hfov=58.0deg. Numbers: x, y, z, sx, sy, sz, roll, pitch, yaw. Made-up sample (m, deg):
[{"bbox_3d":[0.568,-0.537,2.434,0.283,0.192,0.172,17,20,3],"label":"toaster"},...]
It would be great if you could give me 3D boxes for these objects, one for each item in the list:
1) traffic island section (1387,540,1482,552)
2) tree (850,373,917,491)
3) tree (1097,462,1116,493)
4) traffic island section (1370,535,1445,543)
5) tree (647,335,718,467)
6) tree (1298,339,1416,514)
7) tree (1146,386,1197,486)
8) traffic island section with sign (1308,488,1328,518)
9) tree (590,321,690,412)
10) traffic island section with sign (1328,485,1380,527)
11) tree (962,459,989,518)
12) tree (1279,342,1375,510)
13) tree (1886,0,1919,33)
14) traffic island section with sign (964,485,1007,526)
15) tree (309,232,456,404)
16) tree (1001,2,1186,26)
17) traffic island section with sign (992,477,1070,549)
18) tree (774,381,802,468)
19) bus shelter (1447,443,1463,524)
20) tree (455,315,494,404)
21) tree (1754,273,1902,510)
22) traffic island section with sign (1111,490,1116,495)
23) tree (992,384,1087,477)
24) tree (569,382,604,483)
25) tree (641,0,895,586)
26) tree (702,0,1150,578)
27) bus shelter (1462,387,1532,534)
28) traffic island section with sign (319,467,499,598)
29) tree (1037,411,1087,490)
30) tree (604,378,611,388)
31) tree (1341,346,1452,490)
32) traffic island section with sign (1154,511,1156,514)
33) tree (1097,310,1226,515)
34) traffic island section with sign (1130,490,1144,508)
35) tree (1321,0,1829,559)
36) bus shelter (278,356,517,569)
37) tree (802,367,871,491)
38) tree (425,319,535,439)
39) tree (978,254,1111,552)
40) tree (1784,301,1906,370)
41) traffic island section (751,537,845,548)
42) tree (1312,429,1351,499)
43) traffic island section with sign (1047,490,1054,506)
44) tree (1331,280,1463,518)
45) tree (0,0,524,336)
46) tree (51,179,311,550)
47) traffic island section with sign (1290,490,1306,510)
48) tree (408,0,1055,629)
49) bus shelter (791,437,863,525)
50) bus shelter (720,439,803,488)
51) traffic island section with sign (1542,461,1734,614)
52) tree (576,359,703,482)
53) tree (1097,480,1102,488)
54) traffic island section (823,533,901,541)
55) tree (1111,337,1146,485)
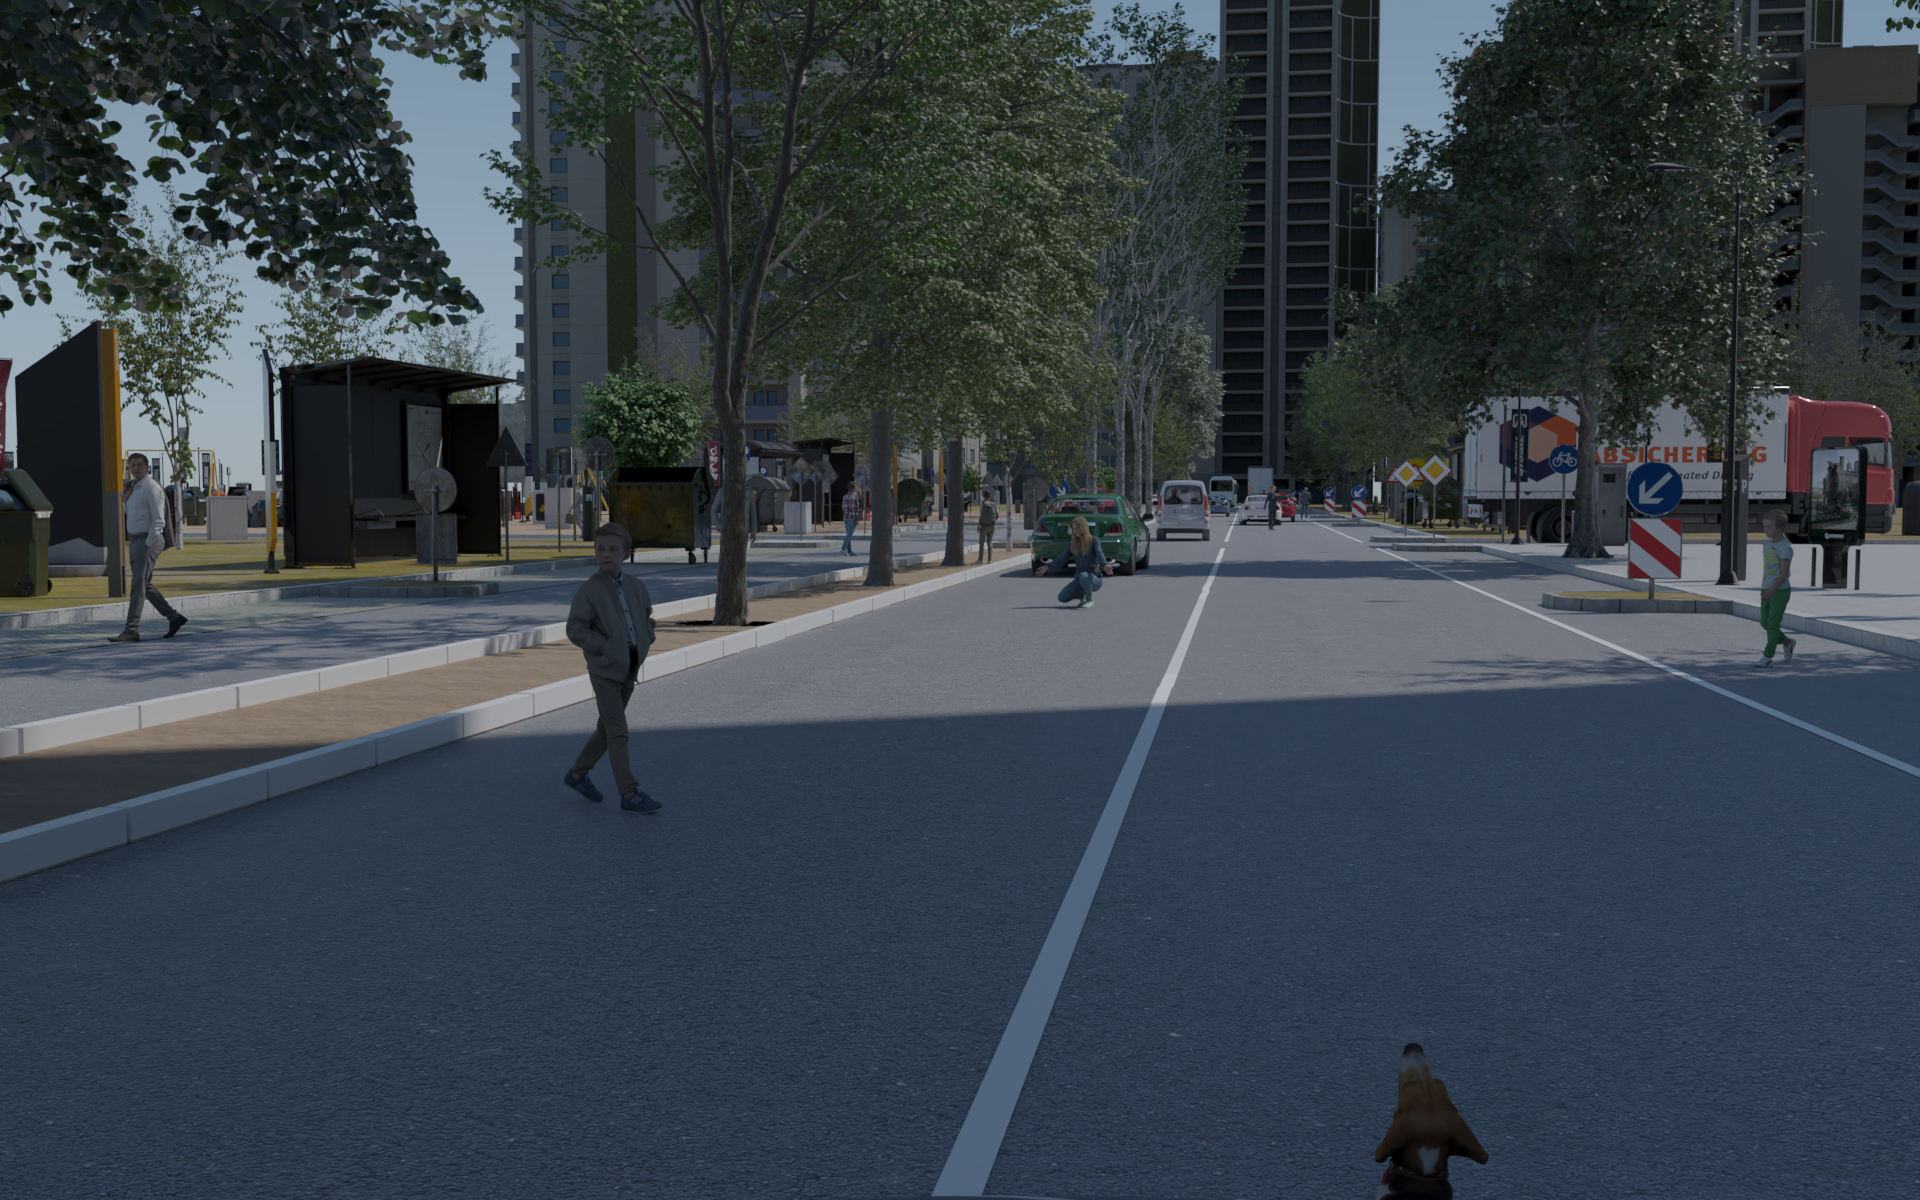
[{"bbox_3d":[12.136,-1.346,44.286,2.009,0.180,2.903,1,4,9],"label":"traffic island section"},{"bbox_3d":[-3.598,-8.338,86.685,4.360,8.622,3.978,0,3,0],"label":"tree"},{"bbox_3d":[16.792,-12.864,194.039,4.285,4.588,4.351,0,3,0],"label":"tree"},{"bbox_3d":[13.435,-1.828,52.166,2.009,0.180,2.903,1,4,9],"label":"traffic island section"},{"bbox_3d":[-12.286,-7.898,79.501,4.737,8.622,4.395,0,3,0],"label":"tree"},{"bbox_3d":[26.013,-11.404,112.211,9.928,11.665,9.643,0,3,0],"label":"tree"},{"bbox_3d":[13.214,-9.728,111.865,4.737,8.622,4.395,0,3,0],"label":"tree"},{"bbox_3d":[21.837,-5.774,103.034,1.989,1.847,2.006,1,4,9],"label":"traffic island section with sign"},{"bbox_3d":[-13.245,-7.509,73.130,4.360,8.622,3.978,0,3,0],"label":"tree"},{"bbox_3d":[17.448,-4.147,76.437,1.989,1.847,2.006,1,4,9],"label":"traffic island section with sign"},{"bbox_3d":[0.532,-6.086,94.112,1.663,3.219,1.824,0,3,0],"label":"tree"},{"bbox_3d":[30.825,-13.986,139.038,12.009,13.543,11.850,0,3,0],"label":"tree"},{"bbox_3d":[10.366,-3.970,15.266,4.737,8.622,4.395,0,3,0],"label":"tree"},{"bbox_3d":[1.289,-4.310,79.100,1.989,1.847,2.006,1,4,9],"label":"traffic island section with sign"},{"bbox_3d":[-16.665,-5.822,45.558,4.737,8.622,4.395,0,3,0],"label":"tree"},{"bbox_3d":[3.749,-12.571,63.884,12.611,20.169,13.585,0,3,0],"label":"tree"},{"bbox_3d":[1.930,-2.328,46.205,2.006,1.907,1.989,1,4,9],"label":"traffic island section with sign"},{"bbox_3d":[-8.288,-9.257,101.710,4.737,8.622,4.395,0,3,0],"label":"tree"},{"bbox_3d":[21.959,-5.864,73.515,2.179,5.291,8.768,1,4,10],"label":"bus shelter"},{"bbox_3d":[-19.802,-7.115,66.700,4.737,8.622,4.395,0,3,0],"label":"tree"},{"bbox_3d":[28.354,-6.623,58.644,4.360,8.622,3.978,0,3,0],"label":"tree"},{"bbox_3d":[13.899,-8.988,155.589,1.989,1.847,2.006,1,4,9],"label":"traffic island section with sign"},{"bbox_3d":[5.517,-11.509,122.586,7.601,10.594,8.767,1,4,21],"label":"tree"},{"bbox_3d":[-23.085,-9.786,110.358,4.737,8.622,4.395,0,3,0],"label":"tree"},{"bbox_3d":[-1.275,-6.512,27.053,7.486,12.596,7.792,0,3,0],"label":"tree"},{"bbox_3d":[-0.148,-6.970,34.541,7.486,12.596,7.792,0,3,0],"label":"tree"},{"bbox_3d":[19.041,-5.006,59.474,2.179,5.291,8.768,1,4,9],"label":"bus shelter"},{"bbox_3d":[-7.694,-0.977,24.607,1.989,1.847,2.006,1,4,9],"label":"traffic island section with sign"},{"bbox_3d":[7.374,-10.980,129.886,4.360,8.622,3.978,0,3,0],"label":"tree"},{"bbox_3d":[-15.491,-8.603,91.018,4.737,8.622,4.395,0,3,0],"label":"tree"},{"bbox_3d":[21.220,-8.127,83.240,4.360,8.622,3.978,0,3,0],"label":"tree"},{"bbox_3d":[15.354,-7.310,127.656,2.006,1.907,1.989,1,4,9],"label":"traffic island section with sign"},{"bbox_3d":[13.801,-12.843,119.088,9.857,13.997,8.962,0,3,0],"label":"tree"},{"bbox_3d":[18.290,-10.615,182.185,1.989,1.847,2.006,1,4,9],"label":"traffic island section with sign"},{"bbox_3d":[12.541,-7.188,34.528,9.611,12.733,9.660,0,3,0],"label":"tree"},{"bbox_3d":[-10.427,-2.534,32.715,1.731,3.624,6.357,1,4,9],"label":"bus shelter"},{"bbox_3d":[-5.491,-8.762,93.624,4.737,8.622,4.395,0,3,0],"label":"tree"},{"bbox_3d":[-20.143,-7.435,71.931,4.360,8.622,3.978,0,3,0],"label":"tree"},{"bbox_3d":[1.215,-5.466,42.191,4.737,8.622,4.395,0,3,0],"label":"tree"},{"bbox_3d":[35.913,-7.259,69.055,4.360,8.622,3.978,0,3,0],"label":"tree"},{"bbox_3d":[-4.333,-1.512,46.996,2.009,0.180,2.903,1,4,9],"label":"traffic island section"},{"bbox_3d":[34.247,-12.723,158.387,4.737,8.622,4.395,0,3,0],"label":"tree"},{"bbox_3d":[5.681,-5.937,105.696,1.989,1.847,2.006,1,4,9],"label":"traffic island section with sign"},{"bbox_3d":[23.600,-10.658,92.385,7.486,12.596,7.792,0,3,0],"label":"tree"},{"bbox_3d":[-4.821,-5.984,6.955,9.857,13.997,8.962,0,3,0],"label":"tree"},{"bbox_3d":[-18.144,-5.451,39.488,4.737,8.622,4.395,0,3,0],"label":"tree"},{"bbox_3d":[30.074,-8.833,153.046,1.989,1.847,2.006,1,4,9],"label":"traffic island section with sign"},{"bbox_3d":[-2.401,-5.513,18.358,9.928,11.665,9.643,0,3,0],"label":"tree"},{"bbox_3d":[-5.712,-5.119,74.974,1.731,3.624,6.357,1,4,9],"label":"bus shelter"},{"bbox_3d":[-7.559,-4.360,65.207,2.014,3.302,5.546,1,4,9],"label":"bus shelter"},{"bbox_3d":[8.449,-0.806,21.804,1.989,1.847,2.006,1,4,9],"label":"traffic island section with sign"},{"bbox_3d":[-7.845,-3.577,42.206,4.285,4.588,4.351,0,3,0],"label":"tree"},{"bbox_3d":[13.766,-10.968,173.931,1.663,3.219,1.824,0,3,0],"label":"tree"},{"bbox_3d":[-3.034,-1.994,54.875,2.009,0.180,2.903,1,4,9],"label":"traffic island section"},{"bbox_3d":[3.403,-6.227,54.637,4.737,8.622,4.395,0,3,0],"label":"tree"}]
